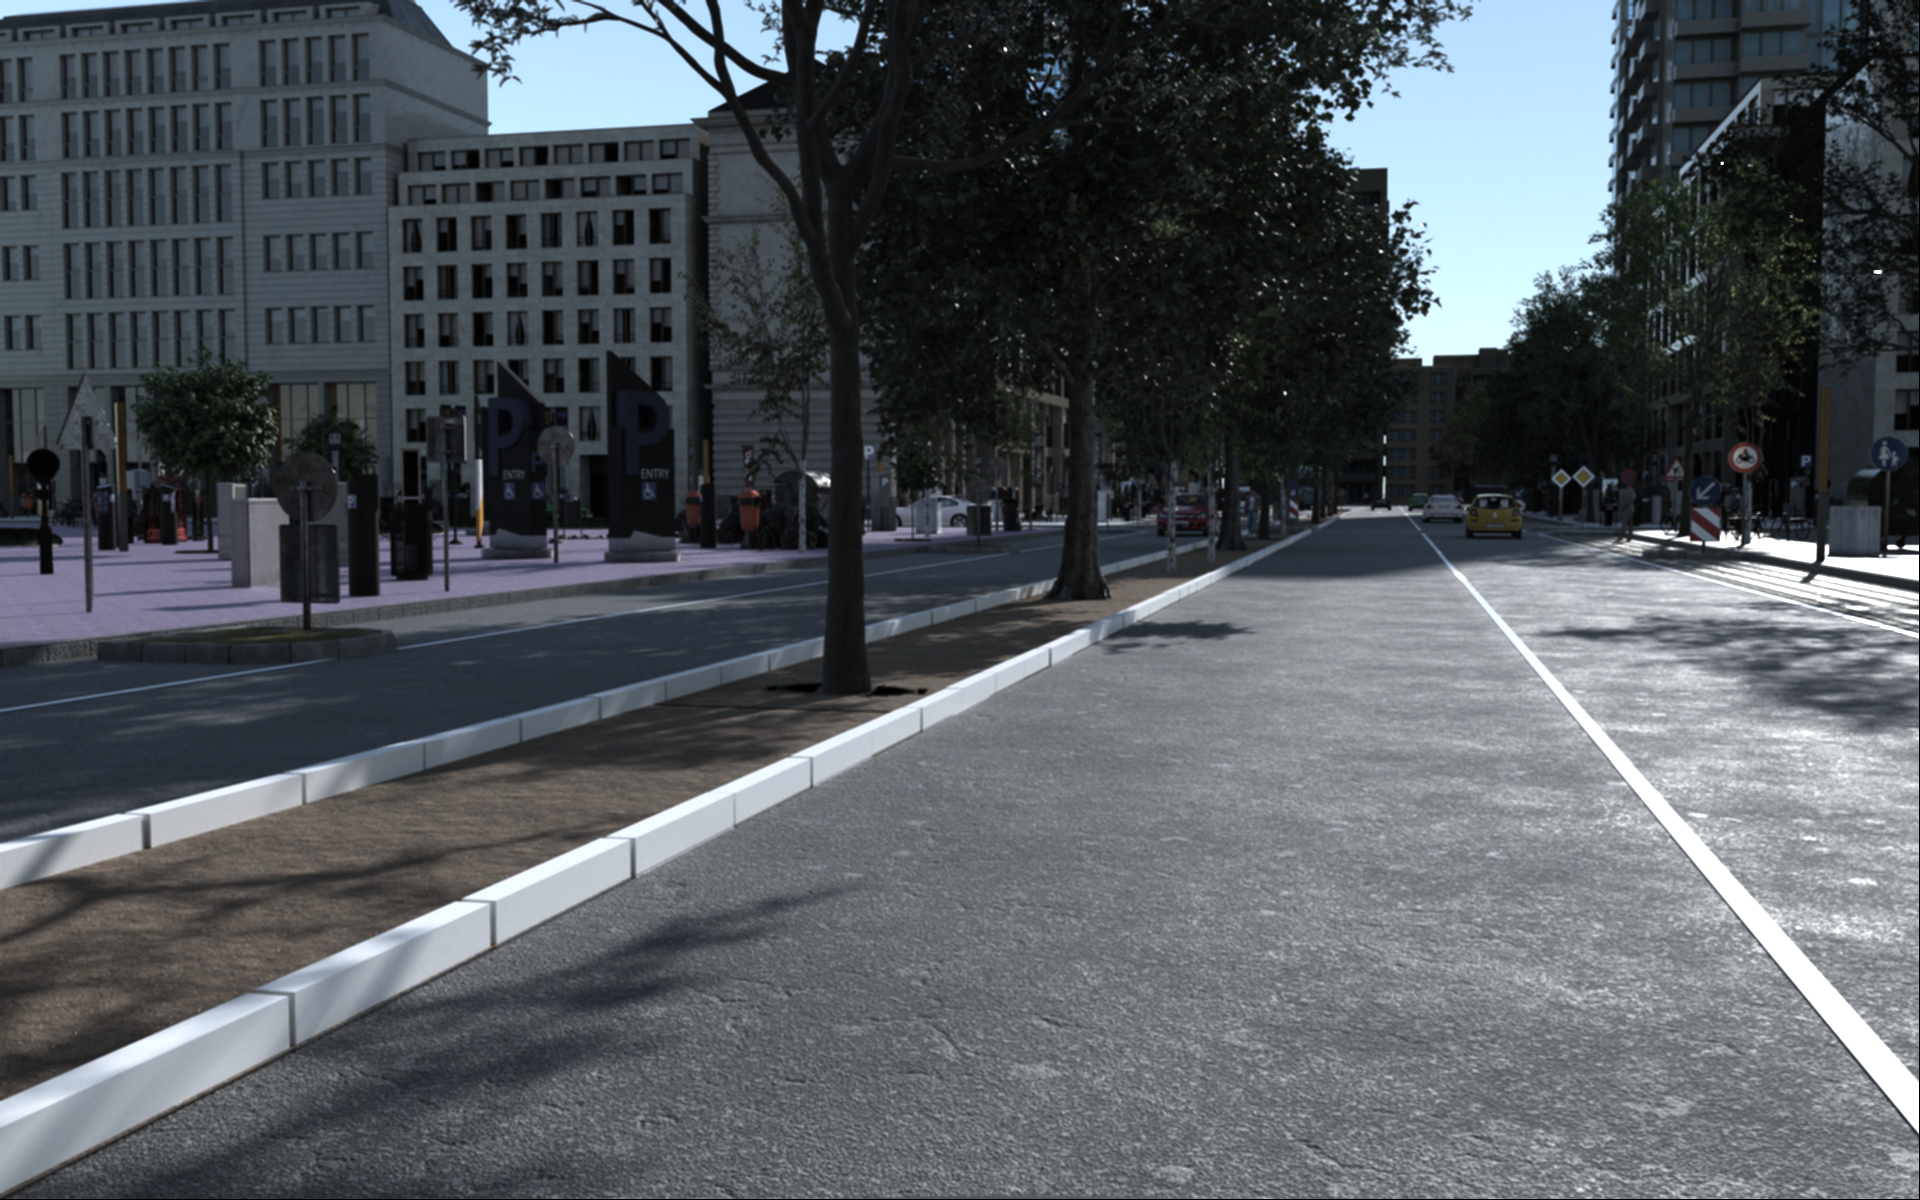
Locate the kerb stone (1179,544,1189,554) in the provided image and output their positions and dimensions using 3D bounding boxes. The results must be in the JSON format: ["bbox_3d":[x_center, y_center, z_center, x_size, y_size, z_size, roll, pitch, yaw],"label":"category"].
[{"bbox_3d":[5.423,-1.229,42.288,0.120,0.150,1.000,1,4,14],"label":"kerb stone"}]

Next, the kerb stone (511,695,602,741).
[{"bbox_3d":[-2.455,0.724,10.451,0.120,0.150,1.000,1,4,14],"label":"kerb stone"}]

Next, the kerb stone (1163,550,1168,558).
[{"bbox_3d":[4.442,-0.986,38.318,0.120,0.150,1.000,1,4,14],"label":"kerb stone"}]

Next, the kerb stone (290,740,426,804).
[{"bbox_3d":[-2.943,0.840,8.456,0.120,0.150,1.000,1,4,14],"label":"kerb stone"}]

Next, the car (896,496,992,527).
[{"bbox_3d":[-1.080,-3.539,70.223,4.827,1.381,2.083,1,4,14],"label":"car"}]

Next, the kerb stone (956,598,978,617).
[{"bbox_3d":[0.004,0.113,20.399,0.120,0.150,1.000,1,4,14],"label":"kerb stone"}]

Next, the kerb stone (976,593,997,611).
[{"bbox_3d":[0.259,0.049,21.389,0.120,0.150,1.000,1,4,14],"label":"kerb stone"}]

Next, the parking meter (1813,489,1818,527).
[{"bbox_3d":[33.652,-3.635,67.851,0.372,1.533,0.369,0,3,0],"label":"parking meter"}]

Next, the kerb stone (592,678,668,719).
[{"bbox_3d":[-2.206,0.658,11.444,0.120,0.150,1.000,1,4,14],"label":"kerb stone"}]

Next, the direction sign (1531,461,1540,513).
[{"bbox_3d":[39.230,-7.709,118.036,0.379,3.537,0.876,-1,4,-19],"label":"direction sign"}]

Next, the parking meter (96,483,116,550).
[{"bbox_3d":[-19.603,-1.918,39.777,0.372,1.533,0.369,0,3,0],"label":"parking meter"}]

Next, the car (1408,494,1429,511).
[{"bbox_3d":[38.894,-8.424,146.525,1.959,1.807,4.718,1,4,13],"label":"car"}]

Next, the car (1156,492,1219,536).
[{"bbox_3d":[7.919,-3.120,60.046,2.155,1.783,4.494,1,4,14],"label":"car"}]

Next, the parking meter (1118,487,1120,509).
[{"bbox_3d":[13.691,-8.703,148.000,0.255,1.863,0.399,3,4,37],"label":"parking meter"}]

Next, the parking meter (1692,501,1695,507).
[{"bbox_3d":[36.569,-4.782,86.592,0.372,1.533,0.369,0,3,0],"label":"parking meter"}]

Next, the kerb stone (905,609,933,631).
[{"bbox_3d":[-0.494,0.232,18.407,0.120,0.150,1.000,1,4,14],"label":"kerb stone"}]

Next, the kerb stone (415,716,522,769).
[{"bbox_3d":[-2.701,0.783,9.449,0.120,0.150,1.000,1,4,14],"label":"kerb stone"}]

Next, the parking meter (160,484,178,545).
[{"bbox_3d":[-20.027,-2.168,43.855,0.372,1.533,0.369,0,3,0],"label":"parking meter"}]

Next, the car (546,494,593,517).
[{"bbox_3d":[-18.112,-4.019,74.503,4.718,1.807,1.959,1,4,13],"label":"car"}]

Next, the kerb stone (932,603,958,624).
[{"bbox_3d":[-0.231,0.171,19.400,0.120,0.150,1.000,1,4,14],"label":"kerb stone"}]

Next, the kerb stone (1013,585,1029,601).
[{"bbox_3d":[0.740,-0.072,23.379,0.120,0.150,1.000,1,4,14],"label":"kerb stone"}]

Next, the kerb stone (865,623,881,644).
[{"bbox_3d":[-0.973,0.354,16.420,0.120,0.150,1.000,1,4,14],"label":"kerb stone"}]

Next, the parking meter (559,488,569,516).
[{"bbox_3d":[-16.098,-3.792,70.418,0.372,1.533,0.369,0,3,0],"label":"parking meter"}]

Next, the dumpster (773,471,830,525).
[{"bbox_3d":[-3.868,-2.311,43.544,1.264,1.857,1.865,1,4,14],"label":"dumpster"}]

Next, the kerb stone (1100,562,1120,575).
[{"bbox_3d":[2.710,-0.555,31.341,0.120,0.150,1.000,1,4,14],"label":"kerb stone"}]

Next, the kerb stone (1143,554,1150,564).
[{"bbox_3d":[3.704,-0.803,35.329,0.120,0.150,1.000,1,4,14],"label":"kerb stone"}]

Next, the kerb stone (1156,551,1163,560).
[{"bbox_3d":[4.202,-0.925,37.312,0.120,0.150,1.000,1,4,14],"label":"kerb stone"}]

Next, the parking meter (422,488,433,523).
[{"bbox_3d":[-20.714,-3.608,67.397,0.372,1.533,0.369,0,3,0],"label":"parking meter"}]

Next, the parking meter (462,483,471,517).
[{"bbox_3d":[-25.232,-5.060,88.447,0.255,1.863,0.399,3,4,38],"label":"parking meter"}]

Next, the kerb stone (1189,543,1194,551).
[{"bbox_3d":[5.678,-1.287,43.280,0.120,0.150,1.000,1,4,14],"label":"kerb stone"}]

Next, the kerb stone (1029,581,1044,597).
[{"bbox_3d":[0.988,-0.133,24.371,0.120,0.150,1.000,1,4,14],"label":"kerb stone"}]

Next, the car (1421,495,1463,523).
[{"bbox_3d":[24.449,-4.615,87.824,2.083,1.381,4.827,1,4,13],"label":"car"}]

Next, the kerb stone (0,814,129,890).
[{"bbox_3d":[-3.446,0.965,6.465,0.120,0.150,1.000,1,4,14],"label":"kerb stone"}]

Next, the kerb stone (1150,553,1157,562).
[{"bbox_3d":[3.949,-0.861,36.321,0.120,0.150,1.000,1,4,14],"label":"kerb stone"}]

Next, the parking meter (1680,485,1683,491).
[{"bbox_3d":[45.252,-6.280,108.383,0.255,1.863,0.399,0,4,5],"label":"parking meter"}]

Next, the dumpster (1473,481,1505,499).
[{"bbox_3d":[34.312,-6.567,112.320,1.985,2.255,1.502,1,4,13],"label":"dumpster"}]

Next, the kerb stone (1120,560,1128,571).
[{"bbox_3d":[2.963,-0.620,32.336,0.120,0.150,1.000,1,4,14],"label":"kerb stone"}]

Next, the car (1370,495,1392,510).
[{"bbox_3d":[37.460,-8.654,154.070,1.945,1.354,3.894,1,4,13],"label":"car"}]

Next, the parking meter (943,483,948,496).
[{"bbox_3d":[-0.857,-5.214,90.962,0.399,1.863,0.255,3,5,44],"label":"parking meter"}]

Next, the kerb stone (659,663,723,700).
[{"bbox_3d":[-1.961,0.597,12.437,0.120,0.150,1.000,1,4,14],"label":"kerb stone"}]

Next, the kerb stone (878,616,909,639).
[{"bbox_3d":[-0.731,0.293,17.412,0.120,0.150,1.000,1,4,14],"label":"kerb stone"}]

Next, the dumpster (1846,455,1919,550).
[{"bbox_3d":[21.618,-2.305,40.182,1.502,2.255,1.985,1,4,14],"label":"dumpster"}]

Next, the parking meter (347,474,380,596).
[{"bbox_3d":[-7.535,-0.823,21.875,0.372,1.533,0.369,0,3,0],"label":"parking meter"}]

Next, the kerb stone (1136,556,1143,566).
[{"bbox_3d":[3.456,-0.741,34.338,0.120,0.150,1.000,1,4,14],"label":"kerb stone"}]

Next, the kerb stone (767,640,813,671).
[{"bbox_3d":[-1.463,0.476,14.426,0.120,0.150,1.000,1,4,14],"label":"kerb stone"}]

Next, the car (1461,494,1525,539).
[{"bbox_3d":[17.519,-2.855,56.906,2.015,1.641,3.980,1,4,15],"label":"car"}]

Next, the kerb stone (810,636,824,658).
[{"bbox_3d":[-1.223,0.414,15.422,0.120,0.150,1.000,1,4,14],"label":"kerb stone"}]

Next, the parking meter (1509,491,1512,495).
[{"bbox_3d":[42.010,-7.554,131.926,0.372,1.533,0.369,0,3,0],"label":"parking meter"}]

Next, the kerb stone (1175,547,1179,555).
[{"bbox_3d":[4.924,-1.108,40.305,0.120,0.150,1.000,1,4,14],"label":"kerb stone"}]

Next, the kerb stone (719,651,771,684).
[{"bbox_3d":[-1.716,0.536,13.435,0.120,0.150,1.000,1,4,14],"label":"kerb stone"}]

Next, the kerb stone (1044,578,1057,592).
[{"bbox_3d":[1.236,-0.192,25.372,0.120,0.150,1.000,1,4,14],"label":"kerb stone"}]

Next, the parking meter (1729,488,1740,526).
[{"bbox_3d":[30.766,-3.692,68.776,0.372,1.533,0.369,0,3,0],"label":"parking meter"}]

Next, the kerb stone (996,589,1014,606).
[{"bbox_3d":[0.499,-0.011,22.386,0.120,0.150,1.000,1,4,14],"label":"kerb stone"}]

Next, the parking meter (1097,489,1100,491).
[{"bbox_3d":[6.907,-4.674,84.828,0.372,1.533,0.369,0,3,0],"label":"parking meter"}]

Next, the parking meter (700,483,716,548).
[{"bbox_3d":[-5.990,-2.005,41.188,0.372,1.533,0.369,0,3,0],"label":"parking meter"}]

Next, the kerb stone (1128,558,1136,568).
[{"bbox_3d":[3.211,-0.681,33.327,0.120,0.150,1.000,1,4,14],"label":"kerb stone"}]

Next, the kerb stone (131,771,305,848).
[{"bbox_3d":[-3.190,0.903,7.457,0.120,0.150,1.000,1,4,14],"label":"kerb stone"}]
